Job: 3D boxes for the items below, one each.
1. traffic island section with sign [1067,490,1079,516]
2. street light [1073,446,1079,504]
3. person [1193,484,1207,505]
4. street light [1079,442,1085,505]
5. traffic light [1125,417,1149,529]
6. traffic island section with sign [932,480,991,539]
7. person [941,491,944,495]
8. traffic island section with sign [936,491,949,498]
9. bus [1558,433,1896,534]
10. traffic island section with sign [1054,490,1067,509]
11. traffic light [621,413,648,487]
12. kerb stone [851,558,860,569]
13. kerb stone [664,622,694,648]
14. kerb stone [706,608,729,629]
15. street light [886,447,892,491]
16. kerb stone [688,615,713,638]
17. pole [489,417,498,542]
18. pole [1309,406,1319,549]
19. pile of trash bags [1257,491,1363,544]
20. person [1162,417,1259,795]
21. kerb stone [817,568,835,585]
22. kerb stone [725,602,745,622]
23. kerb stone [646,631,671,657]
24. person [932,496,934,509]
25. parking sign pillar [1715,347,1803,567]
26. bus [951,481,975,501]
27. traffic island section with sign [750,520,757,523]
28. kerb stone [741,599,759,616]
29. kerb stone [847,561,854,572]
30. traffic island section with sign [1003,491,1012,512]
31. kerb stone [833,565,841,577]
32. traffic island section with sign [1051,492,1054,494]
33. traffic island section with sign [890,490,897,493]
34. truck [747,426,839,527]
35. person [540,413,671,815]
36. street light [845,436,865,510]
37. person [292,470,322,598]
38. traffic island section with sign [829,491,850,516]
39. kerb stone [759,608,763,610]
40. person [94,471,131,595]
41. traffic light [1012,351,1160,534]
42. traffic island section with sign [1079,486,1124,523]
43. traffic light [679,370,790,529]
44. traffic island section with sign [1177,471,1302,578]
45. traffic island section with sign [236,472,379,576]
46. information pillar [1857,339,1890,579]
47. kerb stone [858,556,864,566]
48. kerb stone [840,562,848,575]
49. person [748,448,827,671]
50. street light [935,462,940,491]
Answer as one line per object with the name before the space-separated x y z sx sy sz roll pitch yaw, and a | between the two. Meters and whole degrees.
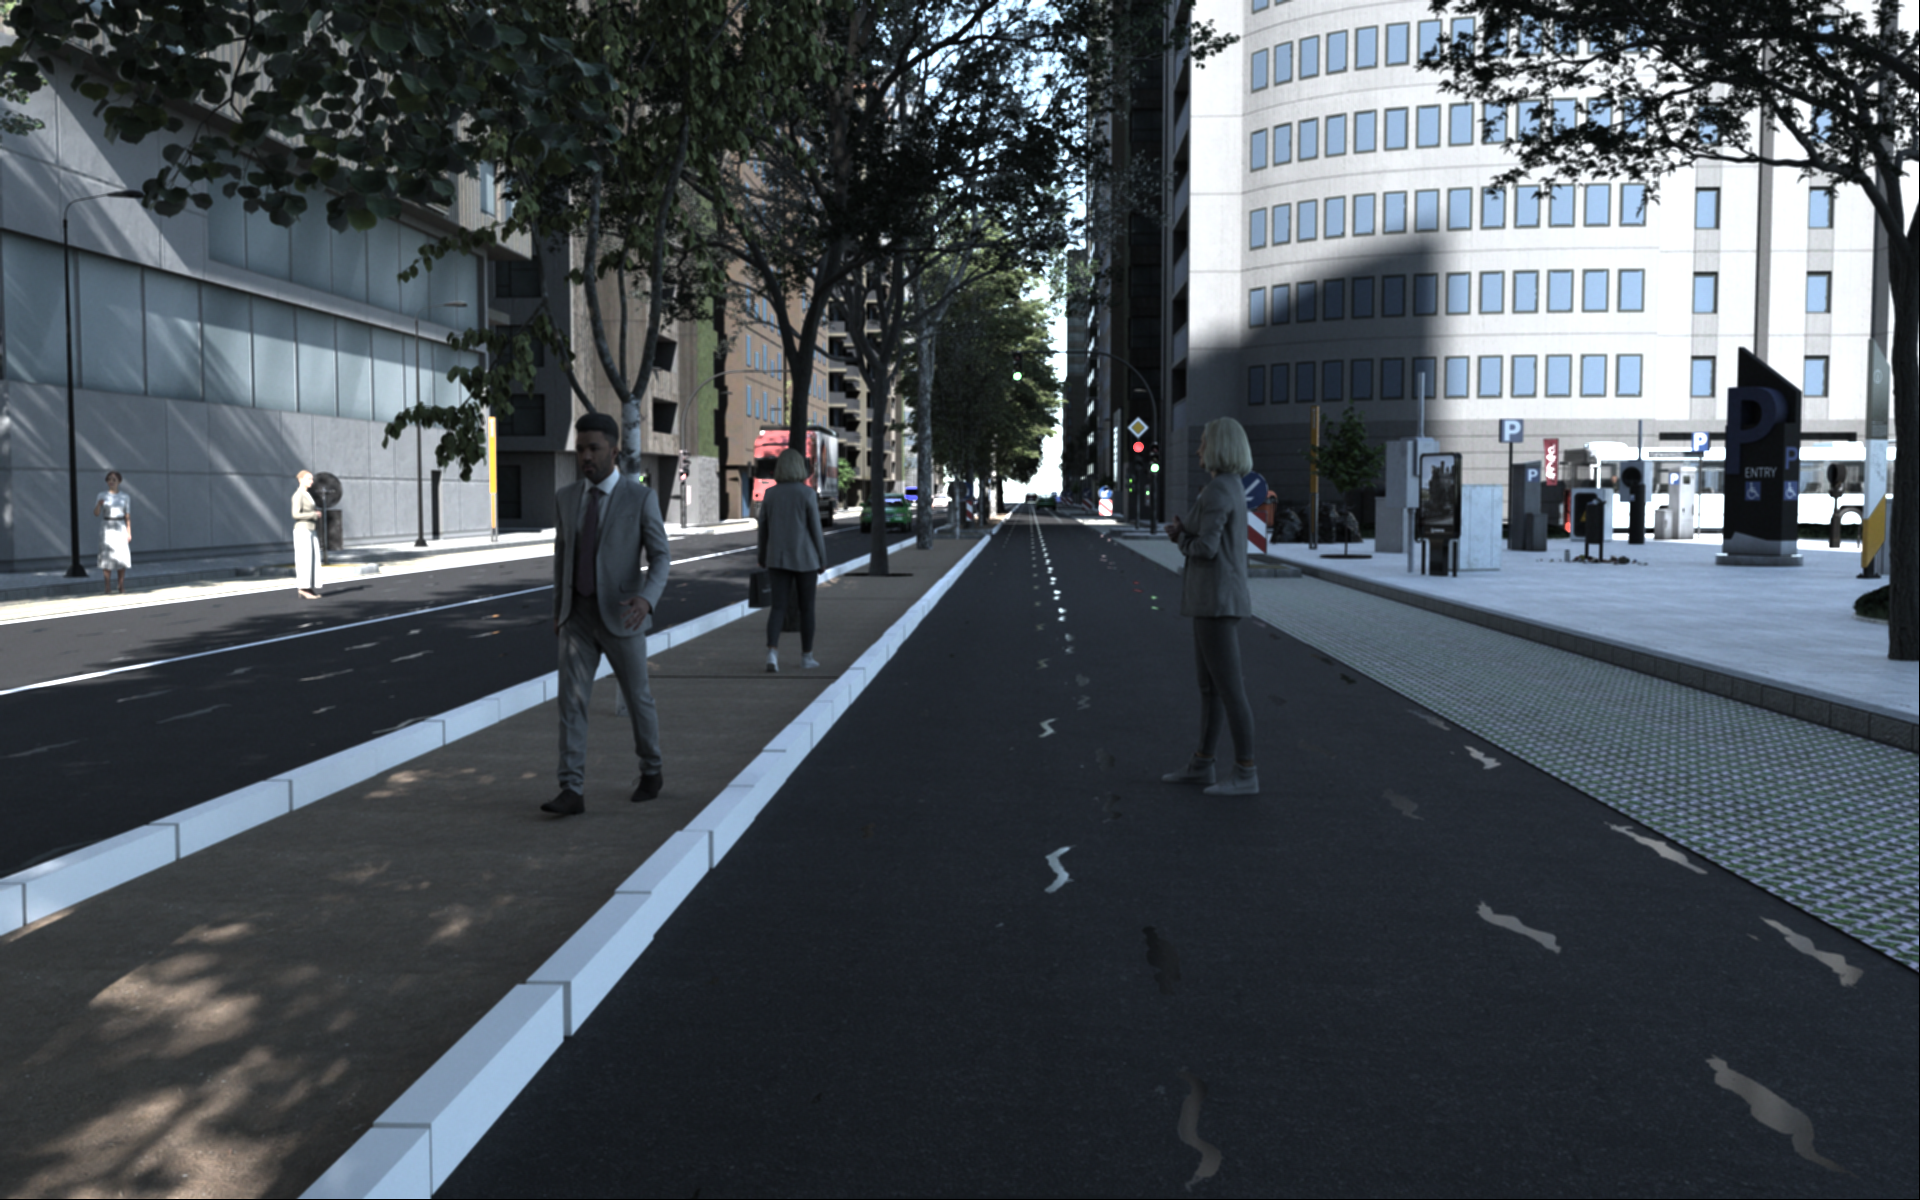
traffic island section with sign | 8.143 -6.379 112.925 1.989 1.847 2.006 0 4 2
street light | 12.061 -12.001 168.757 1.470 5.913 1.316 0 4 2
person | 6.351 -2.190 45.307 0.522 1.701 0.512 2 4 24
street light | 11.588 -11.088 153.823 1.470 5.913 1.316 0 4 2
traffic light | 6.446 -4.530 62.983 0.839 4.253 0.868 0 4 2
traffic island section with sign | -0.124 -2.903 55.605 2.006 1.907 1.989 0 4 2
person | -2.531 -14.638 247.906 1.350 1.814 0.705 1 4 22
traffic island section with sign | -2.951 -14.515 245.945 1.989 1.847 2.006 0 4 2
bus | 26.494 -3.910 58.781 13.247 3.499 2.948 0 4 1
traffic island section with sign | 10.099 -9.393 162.198 1.989 1.847 2.006 0 4 2
traffic light | -10.470 -4.081 55.646 0.839 4.253 0.868 0 4 2
kerb stone | -2.064 -0.653 32.866 0.120 0.150 1.000 0 4 2
kerb stone | -2.718 0.349 16.486 0.120 0.150 1.000 0 4 2
kerb stone | -2.640 0.224 18.530 0.120 0.150 1.000 0 4 2
street light | -7.391 -12.077 169.997 1.470 5.913 1.316 0 4 2
kerb stone | -2.677 0.287 17.507 0.120 0.150 1.000 0 4 2
pole | -12.382 -3.188 45.960 0.158 3.312 0.155 0 3 0
pole | 8.218 -2.834 40.182 0.158 3.312 0.155 0 3 0
pile of trash bags | 8.914 -2.175 45.309 3.447 1.369 1.912 -3 5 -42
person | 1.179 0.022 8.328 0.526 1.800 0.537 1 4 23
kerb stone | -2.231 -0.399 28.778 0.120 0.150 1.000 0 4 2
kerb stone | -2.603 0.161 19.560 0.120 0.150 1.000 0 4 2
kerb stone | -2.768 0.415 15.459 0.120 0.150 1.000 0 4 2
person | -2.655 -9.166 161.547 0.628 1.438 0.799 -3 5 -43
parking sign pillar | 14.446 -2.613 31.202 1.447 3.967 1.447 -2 4 -23
bus | 0.406 -14.886 238.241 2.948 3.499 13.247 0 4 4
traffic island section with sign | -9.313 -4.730 85.967 1.989 1.847 2.006 0 4 2
kerb stone | -2.552 0.099 20.584 0.120 0.150 1.000 0 4 2
kerb stone | -2.104 -0.585 31.845 0.120 0.150 1.000 0 4 2
traffic island section with sign | 3.157 -7.948 138.086 2.006 1.907 1.989 0 4 2
kerb stone | -2.197 -0.461 29.800 0.120 0.150 1.000 0 4 2
traffic island section with sign | 11.204 -11.094 190.020 1.989 1.847 2.006 0 4 2
traffic island section with sign | -6.220 -9.486 163.724 1.989 1.847 2.006 0 4 2
truck | -6.889 -5.154 73.174 2.839 4.237 11.283 0 4 2
person | -1.592 0.058 7.829 0.678 1.792 0.850 1 4 15
street light | -8.630 -10.251 140.141 1.470 5.913 1.316 0 4 2
person | -8.935 -0.899 23.755 0.362 1.759 0.519 0 4 -1
traffic island section with sign | -8.226 -6.394 113.172 1.989 1.847 2.006 0 4 2
kerb stone | -2.512 0.040 21.606 0.120 0.150 1.000 0 4 2
person | -11.958 -0.942 24.473 0.480 1.755 0.524 -3 4 -37
traffic light | 4.035 -4.910 54.946 4.771 5.953 1.251 0 4 2
traffic island section with sign | 7.069 -4.722 85.830 1.989 1.847 2.006 0 4 2
traffic light | -8.059 -5.438 63.577 4.771 5.953 1.251 0 4 2
traffic island section with sign | 4.862 -1.334 30.436 1.989 1.847 2.006 0 4 2
traffic island section with sign | -11.509 -1.359 30.854 1.989 1.847 2.006 0 4 2
information pillar | 13.918 -2.139 26.330 0.504 3.616 0.183 -2 4 -32
kerb stone | -2.027 -0.715 33.888 0.120 0.150 1.000 0 4 2
kerb stone | -2.147 -0.528 30.823 0.120 0.150 1.000 0 4 2
person | -1.444 -0.328 14.047 0.709 1.800 0.728 1 4 18
street light | -3.509 -18.109 268.621 1.470 5.913 1.316 0 4 2
